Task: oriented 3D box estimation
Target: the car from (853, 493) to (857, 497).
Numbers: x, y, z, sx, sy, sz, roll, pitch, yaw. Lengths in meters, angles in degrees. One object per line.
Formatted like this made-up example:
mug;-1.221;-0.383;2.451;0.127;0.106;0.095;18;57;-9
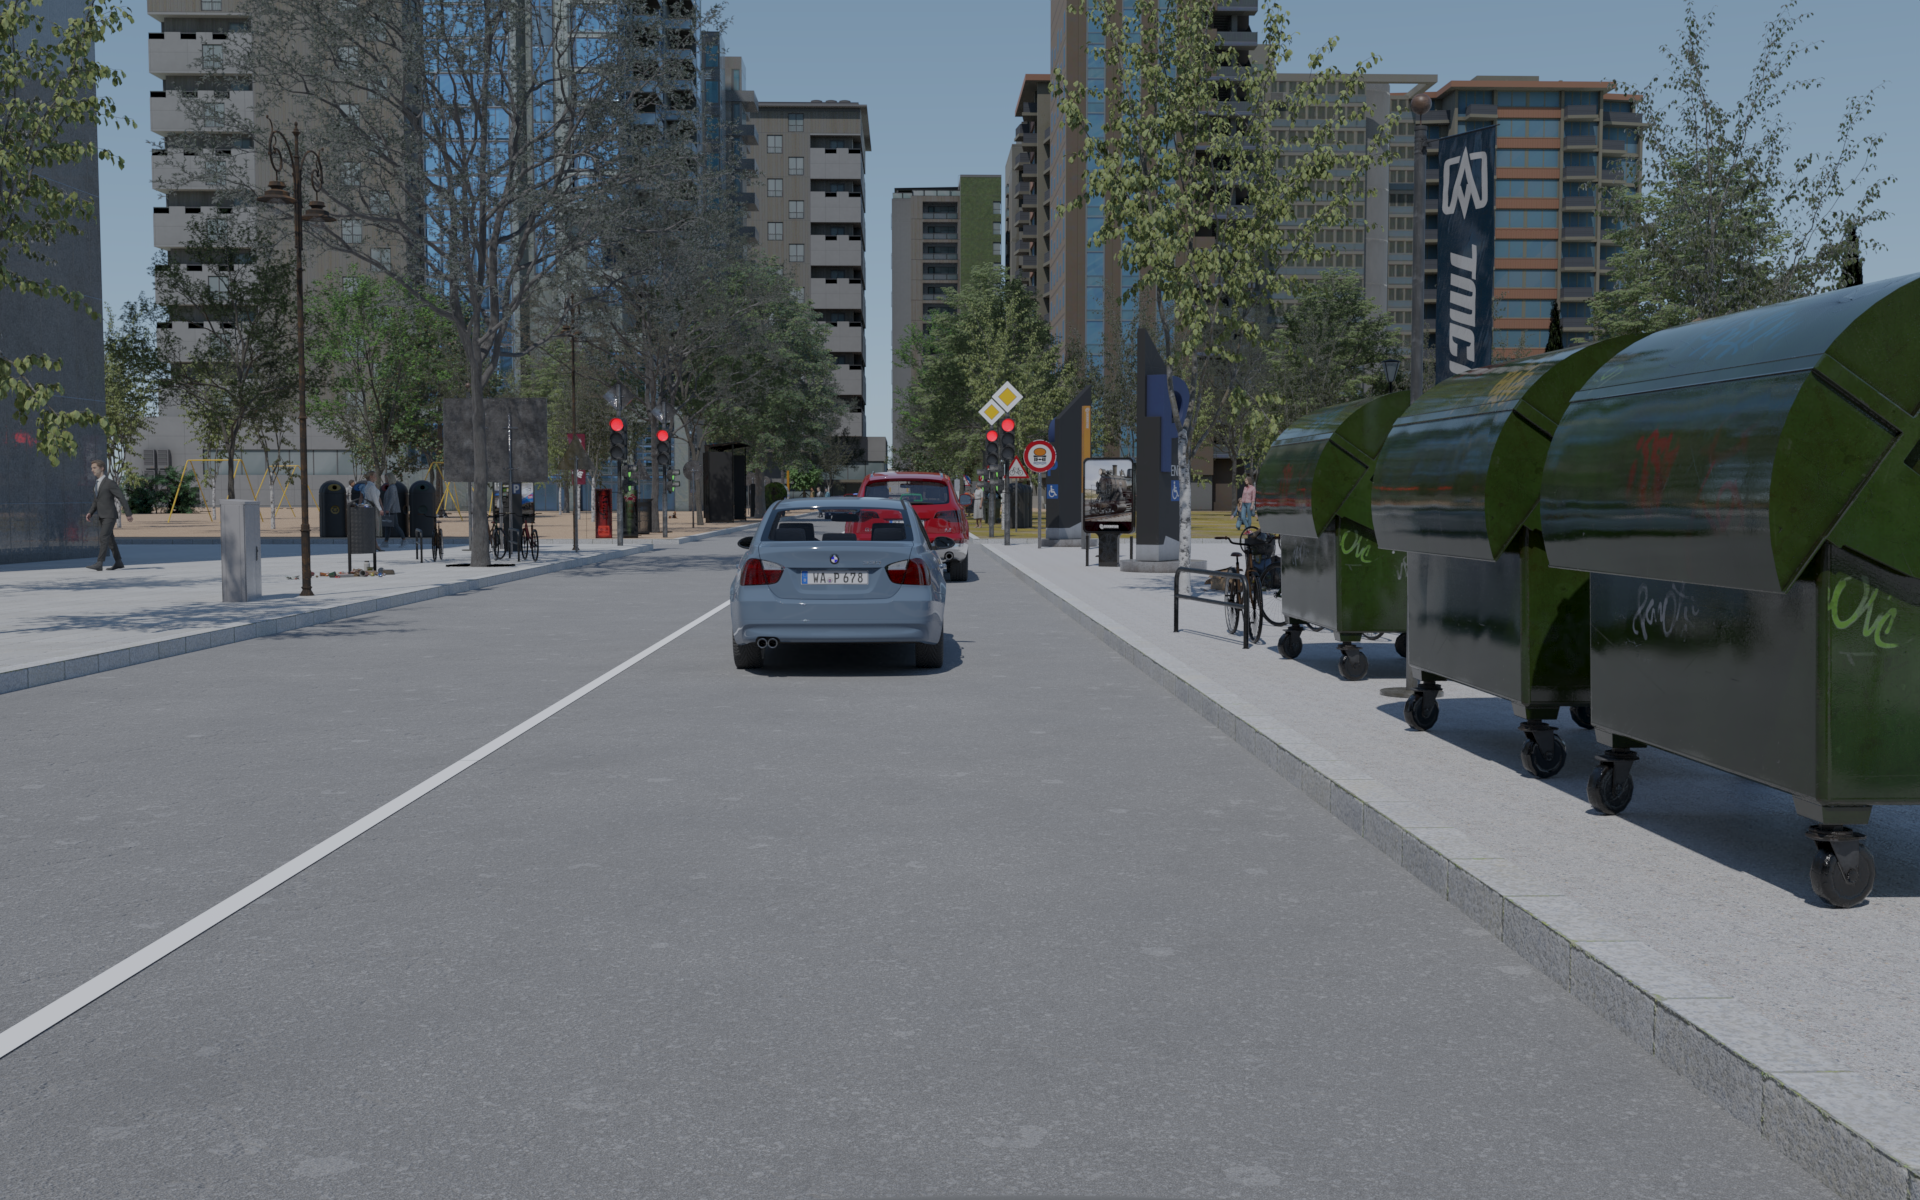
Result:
car;-9.519;-9.419;163.588;1.945;1.707;3.694;0;4;-2

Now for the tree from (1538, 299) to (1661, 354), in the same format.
tree;47.045;-13.207;117.760;18.604;14.587;13.155;-3;5;-42

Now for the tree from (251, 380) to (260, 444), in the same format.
tree;-36.913;-8.294;85.972;4.737;8.622;4.395;0;3;0

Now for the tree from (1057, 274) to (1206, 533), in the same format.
tree;5.501;-6.534;57.186;4.360;8.622;3.978;0;3;0

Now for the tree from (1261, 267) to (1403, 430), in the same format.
tree;18.673;-10.346;87.278;7.486;12.596;7.792;0;3;0

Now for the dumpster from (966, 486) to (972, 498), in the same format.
dumpster;0.222;-7.271;124.643;1.264;1.857;1.865;0;4;-2

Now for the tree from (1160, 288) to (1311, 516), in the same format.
tree;16.036;-11.677;101.294;12.009;13.543;11.850;0;3;0

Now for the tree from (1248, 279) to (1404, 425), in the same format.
tree;16.192;-8.566;74.467;7.601;10.594;8.767;-3;5;-40

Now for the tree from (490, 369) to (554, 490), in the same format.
tree;-26.745;-9.208;100.910;4.737;8.622;4.395;0;3;0

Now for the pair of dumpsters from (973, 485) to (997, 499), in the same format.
pair of dumpsters;1.668;-6.310;105.660;1.574;2.255;4.437;0;4;-2

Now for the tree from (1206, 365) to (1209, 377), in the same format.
tree;6.974;-6.835;62.115;4.360;8.622;3.978;0;3;0

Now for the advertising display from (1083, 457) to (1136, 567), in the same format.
advertising display;2.627;-1.546;30.493;0.974;1.923;0.123;2;4;29

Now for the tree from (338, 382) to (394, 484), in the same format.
tree;-35.932;-9.605;107.405;4.737;8.622;4.395;0;3;0

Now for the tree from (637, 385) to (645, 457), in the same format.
tree;-19.621;-8.777;93.863;4.360;8.622;3.978;0;3;0

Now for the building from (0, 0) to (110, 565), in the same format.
building;-27.263;-12.882;28.643;19.932;24.808;12.078;0;4;-2

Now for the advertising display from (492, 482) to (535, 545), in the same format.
advertising display;-10.626;-2.204;41.245;0.974;1.923;0.123;-1;4;-23

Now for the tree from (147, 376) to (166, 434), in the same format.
tree;-35.300;-7.423;71.727;4.360;8.622;3.978;0;3;0

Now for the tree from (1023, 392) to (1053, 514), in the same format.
tree;5.839;-9.459;105.016;4.360;8.622;3.978;0;3;0

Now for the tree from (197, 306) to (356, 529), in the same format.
tree;-25.209;-6.885;62.935;4.360;8.622;3.978;0;3;0

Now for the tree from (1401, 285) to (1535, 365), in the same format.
tree;16.544;-6.601;58.289;4.360;8.622;3.978;0;3;0

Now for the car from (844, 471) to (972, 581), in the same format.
car;-0.913;-1.305;30.004;2.281;1.827;5.304;0;4;-2

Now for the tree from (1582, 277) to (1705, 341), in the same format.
tree;26.447;-8.063;66.243;7.601;10.594;8.767;0;4;5

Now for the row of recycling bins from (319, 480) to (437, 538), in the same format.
row of recycling bins;-17.253;-2.705;51.335;3.534;1.692;1.069;0;4;3

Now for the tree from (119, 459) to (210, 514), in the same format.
tree;-56.435;-12.605;107.905;13.155;14.587;18.604;0;4;7

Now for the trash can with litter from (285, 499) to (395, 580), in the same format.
trash can with litter;-9.701;-0.974;26.982;1.678;1.210;2.233;2;4;29

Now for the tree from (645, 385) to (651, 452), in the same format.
tree;-19.587;-9.249;101.585;4.360;8.622;3.978;0;3;0

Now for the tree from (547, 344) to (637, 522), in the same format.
tree;-19.152;-8.369;87.189;4.360;8.622;3.978;0;3;0

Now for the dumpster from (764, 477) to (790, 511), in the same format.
dumpster;-10.642;-5.954;99.847;1.502;2.255;1.985;0;4;-2

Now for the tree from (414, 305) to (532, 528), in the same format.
tree;-18.399;-7.061;65.802;4.360;8.622;3.978;0;3;0

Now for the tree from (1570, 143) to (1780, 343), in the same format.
tree;23.942;-8.452;56.318;7.486;12.596;7.792;0;3;0

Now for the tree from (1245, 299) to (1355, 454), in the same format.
tree;13.129;-7.064;65.855;4.360;8.622;3.978;0;3;0

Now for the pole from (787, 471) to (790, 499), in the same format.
pole;-12.441;-8.050;125.455;0.158;3.312;0.155;0;3;0

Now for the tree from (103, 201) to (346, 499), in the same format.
tree;-23.878;-7.437;56.005;8.767;10.594;7.601;0;4;4

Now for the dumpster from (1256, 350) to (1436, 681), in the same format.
dumpster;3.086;-0.619;12.610;1.502;2.255;1.985;0;4;-2

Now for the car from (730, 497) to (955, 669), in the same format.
car;-1.035;-0.216;15.538;2.014;1.417;4.499;0;4;-2

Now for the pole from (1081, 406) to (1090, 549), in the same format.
pole;2.920;-2.834;40.178;0.158;3.312;0.155;0;3;0

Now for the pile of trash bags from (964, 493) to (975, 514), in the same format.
pile of trash bags;0.413;-6.460;115.374;1.912;1.369;3.447;0;4;-1

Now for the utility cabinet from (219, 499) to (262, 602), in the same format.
utility cabinet;-8.708;-0.602;21.006;0.306;1.237;1.020;-1;4;-13

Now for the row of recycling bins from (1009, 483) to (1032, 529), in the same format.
row of recycling bins;2.224;-3.599;65.954;1.069;1.692;3.534;0;4;8

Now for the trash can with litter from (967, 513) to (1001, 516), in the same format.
trash can with litter;1.185;-5.559;101.945;2.233;1.210;1.678;1;4;15

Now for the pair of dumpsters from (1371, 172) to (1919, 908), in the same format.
pair of dumpsters;3.091;-0.295;7.324;1.574;2.255;4.437;0;4;-2

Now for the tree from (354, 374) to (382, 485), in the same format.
tree;-34.944;-9.198;100.754;4.360;8.622;3.978;0;3;0
